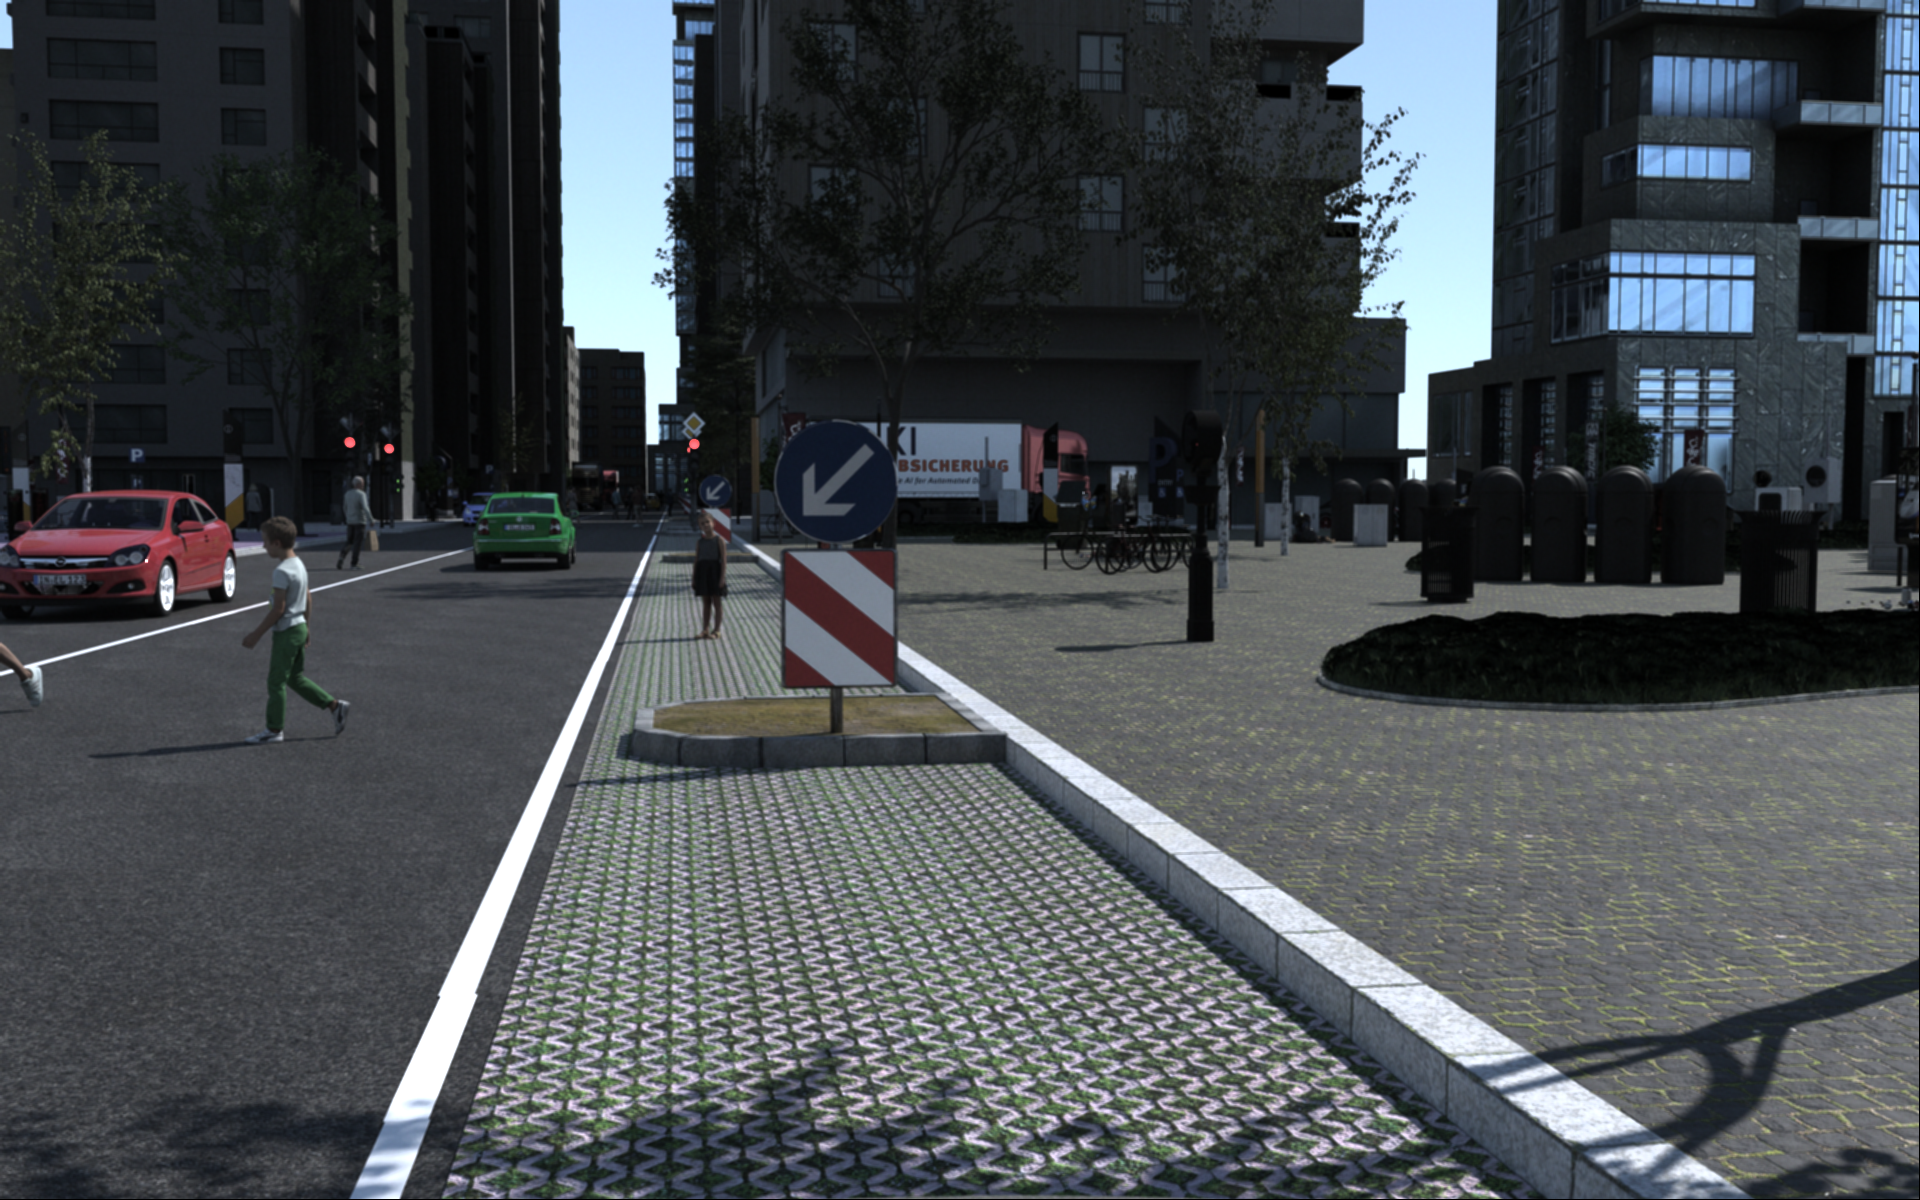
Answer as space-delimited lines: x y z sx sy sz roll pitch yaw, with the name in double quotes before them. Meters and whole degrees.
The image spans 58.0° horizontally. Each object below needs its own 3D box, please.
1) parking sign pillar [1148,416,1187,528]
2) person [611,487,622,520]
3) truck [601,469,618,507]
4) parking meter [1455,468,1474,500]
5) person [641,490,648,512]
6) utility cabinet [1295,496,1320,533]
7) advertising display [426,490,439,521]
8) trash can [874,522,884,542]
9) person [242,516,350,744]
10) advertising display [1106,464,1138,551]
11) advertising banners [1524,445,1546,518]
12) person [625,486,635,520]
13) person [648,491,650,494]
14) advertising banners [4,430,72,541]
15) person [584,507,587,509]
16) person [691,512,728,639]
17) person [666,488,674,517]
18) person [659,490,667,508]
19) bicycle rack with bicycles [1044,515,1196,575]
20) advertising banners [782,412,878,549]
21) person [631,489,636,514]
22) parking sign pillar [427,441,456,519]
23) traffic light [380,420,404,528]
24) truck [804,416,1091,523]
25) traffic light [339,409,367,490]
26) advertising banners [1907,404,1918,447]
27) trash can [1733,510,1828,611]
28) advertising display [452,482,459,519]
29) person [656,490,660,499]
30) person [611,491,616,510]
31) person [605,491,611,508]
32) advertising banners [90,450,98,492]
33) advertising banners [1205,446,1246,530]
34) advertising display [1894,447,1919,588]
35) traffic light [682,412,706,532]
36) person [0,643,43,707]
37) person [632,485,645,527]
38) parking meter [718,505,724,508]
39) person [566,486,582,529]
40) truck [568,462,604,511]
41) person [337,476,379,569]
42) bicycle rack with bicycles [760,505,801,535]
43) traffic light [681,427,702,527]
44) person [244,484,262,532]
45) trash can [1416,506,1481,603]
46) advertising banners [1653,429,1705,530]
"parking sign pillar" 7.037 -4.319 59.092 1.447 3.967 1.447 -3 5 -39
"person" -19.317 -5.424 97.037 0.748 1.841 0.638 -3 5 -44
"truck" -39.549 -12.524 193.682 2.839 4.237 11.283 -1 4 -10
"parking meter" 11.449 -2.053 39.274 0.399 1.863 0.255 1 4 8
"person" -25.535 -8.022 140.063 0.834 1.777 0.661 0 4 4
"utility cabinet" 11.590 -2.853 57.809 1.020 1.237 0.306 -3 5 -43
"advertising display" -25.013 -4.702 82.095 0.974 1.923 0.123 3 5 45
"trash can" -2.142 -2.115 46.241 0.748 1.137 0.748 0 3 0
"person" -3.848 0.166 10.035 0.590 1.304 0.306 -2 4 -27
"advertising display" 3.545 -1.997 37.871 0.123 1.923 0.974 3 5 44
"advertising banners" 19.977 -4.028 62.041 2.074 3.025 0.090 0 4 -7
"person" -18.251 -5.393 96.036 0.648 1.900 0.474 3 5 42
"person" -38.746 -12.678 215.918 0.705 1.807 1.348 -2 4 -29
"advertising banners" -25.120 -3.121 47.223 2.074 3.025 0.090 1 4 9
"person" -36.861 -9.843 169.874 0.683 1.767 0.568 2 4 33
"person" -2.462 -0.235 17.018 0.362 1.253 0.373 2 4 27
"person" -18.348 -6.168 109.532 0.419 1.800 0.721 1 4 17
"person" -30.464 -10.298 176.500 1.348 1.869 0.705 0 4 6
"bicycle rack with bicycles" 2.861 -0.956 29.012 2.925 0.926 2.852 -2 4 -30
"advertising banners" -2.786 -2.503 37.107 2.074 3.025 0.090 0 4 5
"person" -22.867 -6.886 121.434 0.599 1.781 0.374 2 4 34
"parking sign pillar" -26.489 -6.109 88.354 1.447 3.967 1.447 2 4 30
"traffic light" -21.397 -4.664 65.175 0.839 4.253 0.868 -1 4 -9
"truck" -0.153 -4.626 64.546 11.283 4.237 2.839 -1 4 -11
"traffic light" -20.092 -4.182 57.297 0.839 4.253 0.868 -1 4 -9
"advertising banners" 18.779 -2.359 34.755 0.090 3.025 2.074 1 4 9
"trash can" 7.111 -0.208 15.048 0.748 1.137 0.748 0 3 0
"advertising display" -26.723 -5.227 90.682 0.974 1.923 0.123 -1 4 -14
"person" -29.737 -9.876 170.074 0.705 1.812 1.348 -2 4 -29
"person" -31.579 -9.085 157.777 0.721 1.736 1.217 0 4 7
"person" -36.555 -10.462 180.005 0.683 1.767 0.568 0 4 1
"advertising banners" -33.578 -4.350 67.304 0.090 3.025 2.074 -3 5 -39
"advertising banners" 9.545 -4.036 62.184 2.074 3.025 0.090 -3 4 -37
"advertising display" 13.105 -1.126 23.617 0.123 1.923 0.974 0 4 -5
"traffic light" -9.082 -4.294 59.130 0.839 4.253 0.868 -1 4 -9
"person" -6.374 -0.119 11.188 0.466 1.731 0.760 2 4 31
"person" -14.156 -4.144 76.227 0.573 1.828 0.580 0 4 -3
"parking meter" -11.488 -4.742 83.243 0.255 1.863 0.399 0 4 -3
"person" -15.974 -3.845 71.704 0.599 1.781 0.374 1 4 18
"truck" -33.008 -10.063 153.447 2.839 4.237 11.283 -1 4 -10
"person" -11.449 -1.465 32.941 0.782 1.767 0.515 2 4 27
"bicycle rack with bicycles" -5.106 -2.625 56.295 2.925 0.926 2.852 -3 5 -44
"traffic light" -10.387 -4.776 67.008 0.839 4.253 0.868 -1 4 -9
"person" -24.774 -3.173 60.560 0.709 1.800 0.728 1 4 9
"trash can" 5.790 -0.545 20.557 0.748 1.137 0.748 0 3 0
"advertising banners" 19.103 -3.114 47.105 2.074 3.025 0.090 1 4 20
